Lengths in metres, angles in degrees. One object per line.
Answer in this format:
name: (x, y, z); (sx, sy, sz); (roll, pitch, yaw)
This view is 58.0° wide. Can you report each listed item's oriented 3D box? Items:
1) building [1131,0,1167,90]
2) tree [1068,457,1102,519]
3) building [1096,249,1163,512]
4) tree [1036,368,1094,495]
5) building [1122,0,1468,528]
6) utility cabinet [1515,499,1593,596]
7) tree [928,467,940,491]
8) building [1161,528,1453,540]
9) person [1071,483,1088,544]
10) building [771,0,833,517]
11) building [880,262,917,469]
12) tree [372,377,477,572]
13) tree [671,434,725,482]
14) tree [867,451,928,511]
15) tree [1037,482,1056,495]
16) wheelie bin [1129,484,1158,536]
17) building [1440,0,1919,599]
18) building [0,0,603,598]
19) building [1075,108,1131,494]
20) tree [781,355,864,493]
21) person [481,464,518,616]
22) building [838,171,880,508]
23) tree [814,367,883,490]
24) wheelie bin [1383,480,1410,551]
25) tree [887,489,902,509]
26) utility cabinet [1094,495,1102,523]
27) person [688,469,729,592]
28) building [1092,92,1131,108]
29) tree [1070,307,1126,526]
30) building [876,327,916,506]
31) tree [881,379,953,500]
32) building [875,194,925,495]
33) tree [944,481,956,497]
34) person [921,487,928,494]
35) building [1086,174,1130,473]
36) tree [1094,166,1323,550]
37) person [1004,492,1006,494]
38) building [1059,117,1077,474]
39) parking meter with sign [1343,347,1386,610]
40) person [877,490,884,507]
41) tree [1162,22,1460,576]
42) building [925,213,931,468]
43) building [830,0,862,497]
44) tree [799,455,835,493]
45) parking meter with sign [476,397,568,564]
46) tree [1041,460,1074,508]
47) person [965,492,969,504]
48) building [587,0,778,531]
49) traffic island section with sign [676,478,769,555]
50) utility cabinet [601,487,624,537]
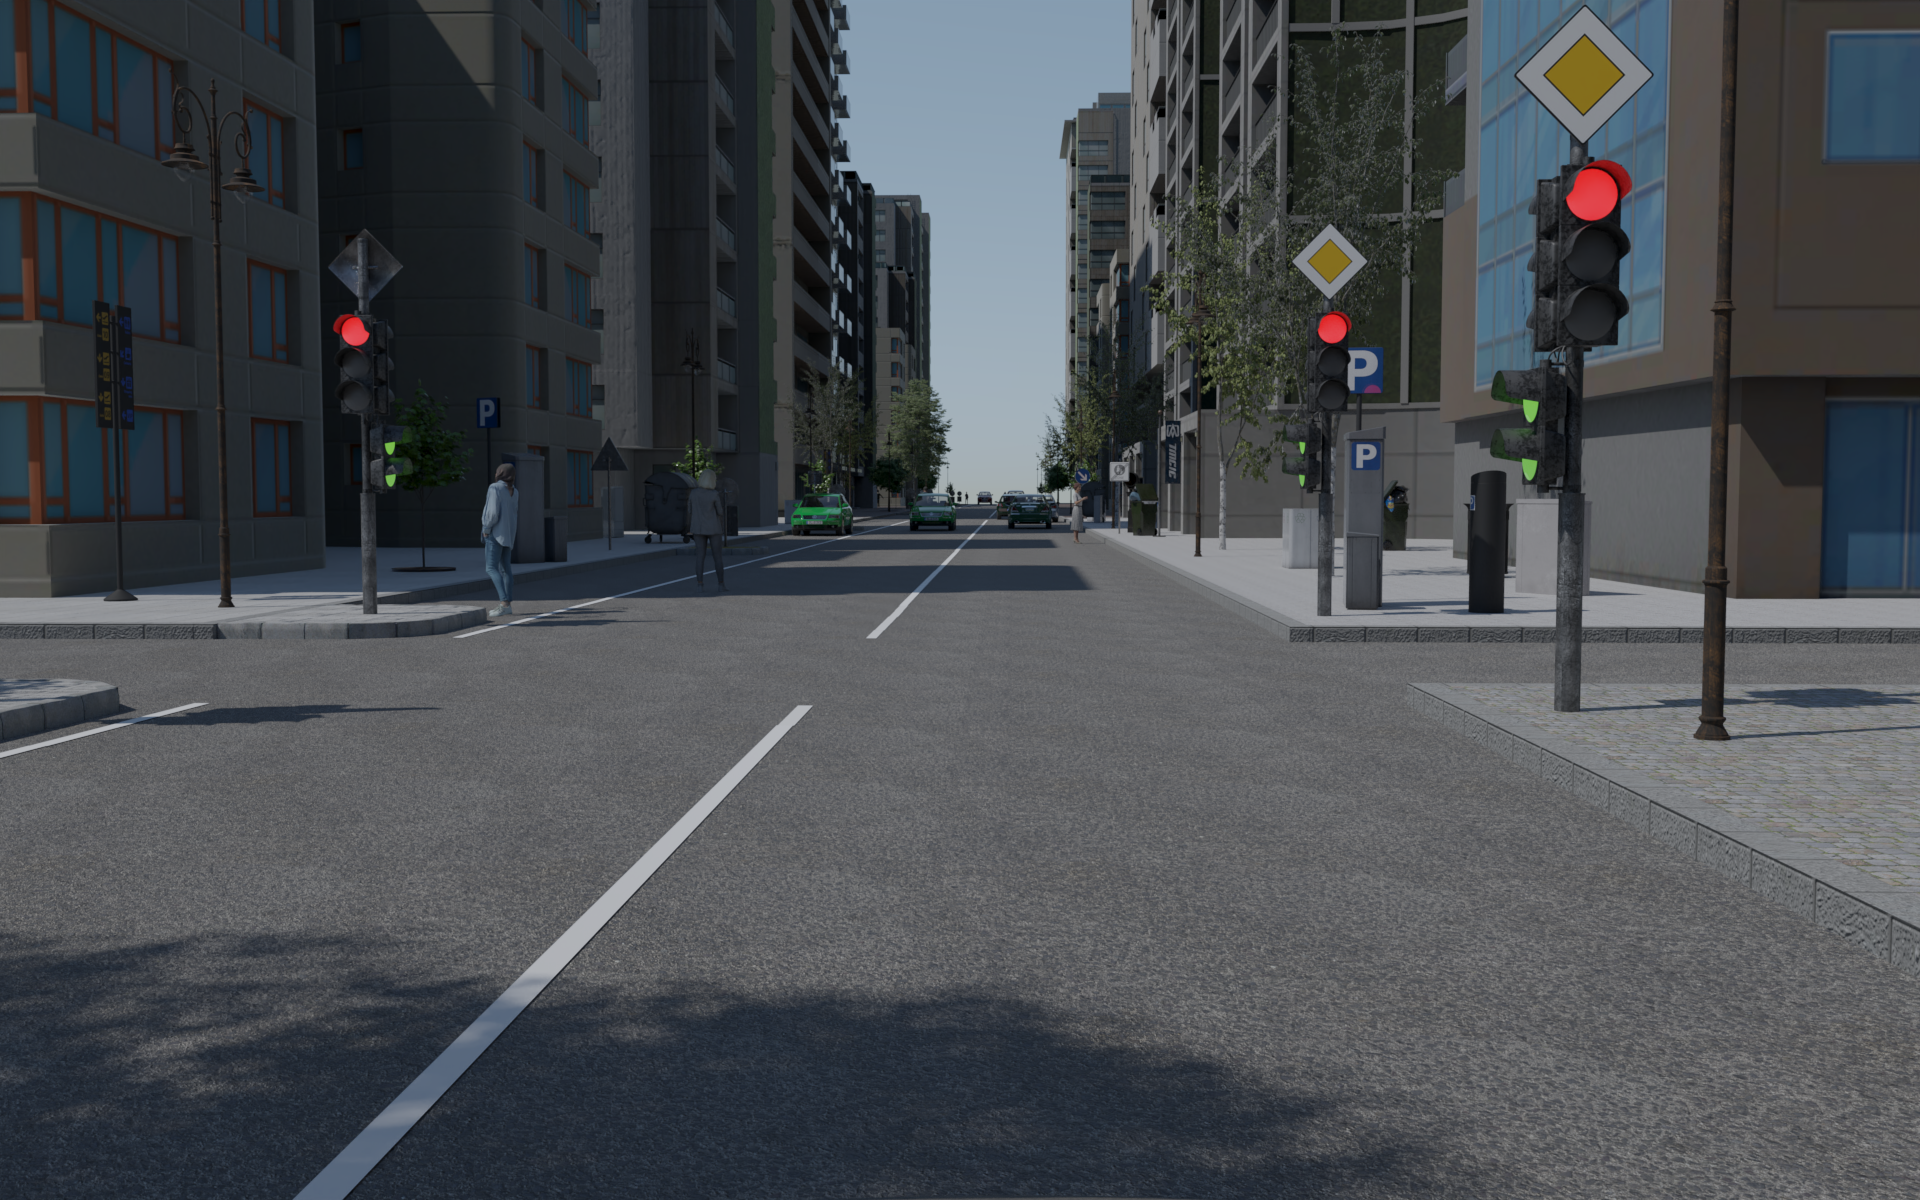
building: (24.869, -31.682, 107.241); (28.713, 52.752, 27.495); (0, 4, 2)
tree: (6.451, -5.857, 90.368); (1.663, 3.219, 1.824); (0, 3, 0)
building: (25.287, -17.817, 136.339); (27.650, 21.520, 28.899); (0, 4, 2)
tree: (7.431, -9.160, 100.123); (4.737, 8.622, 4.395); (0, 3, 0)
building: (18.683, -39.325, 81.209); (20.563, 71.187, 20.611); (0, 4, 2)
utility cabinet: (7.598, -0.674, 22.182); (0.306, 1.237, 1.020); (-2, 4, -26)
tree: (-3.731, -12.675, 190.944); (4.285, 4.588, 4.351); (0, 3, 0)
building: (17.268, -37.558, 52.323); (20.563, 71.187, 20.611); (0, 4, 2)
person: (3.467, -2.503, 49.987); (0.524, 1.755, 0.480); (1, 4, 17)
building: (-19.535, -29.434, 104.948); (21.300, 48.544, 21.600); (0, 4, 2)
building: (-12.775, -27.198, 216.394); (14.160, 30.474, 14.107); (0, 4, 2)
tree: (-9.034, -2.087, 28.717); (1.663, 3.219, 1.824); (0, 3, 0)
tree: (-8.592, -3.759, 56.059); (1.663, 3.219, 1.824); (0, 3, 0)
tree: (-5.377, -9.019, 131.168); (4.285, 4.588, 4.351); (0, 3, 0)
tree: (12.010, -14.701, 234.956); (1.663, 3.219, 1.824); (0, 3, 0)
wheelie bin: (5.637, -2.775, 53.276); (0.980, 1.594, 0.693); (-2, 4, -27)
building: (16.374, -22.996, 26.103); (14.200, 45.320, 14.600); (0, 4, 2)
building: (-24.597, -11.652, 35.557); (27.650, 21.520, 28.899); (0, 4, 2)
building: (19.432, -30.771, 186.702); (14.154, 41.232, 14.086); (0, 4, 2)
tree: (-7.132, -8.586, 90.743); (4.360, 8.622, 3.978); (0, 3, 0)
person: (-5.431, -0.720, 20.539); (0.793, 1.790, 0.793); (-1, 4, -16)
building: (-14.973, -23.407, 154.408); (14.160, 30.474, 14.107); (0, 4, 2)
tree: (-6.503, -9.074, 98.727); (4.737, 8.622, 4.395); (0, 3, 0)
wheelie bin: (9.843, -1.921, 39.317); (0.693, 1.594, 0.980); (0, 4, 4)
tree: (-5.398, -9.404, 148.352); (1.663, 3.219, 1.824); (0, 3, 0)
utility cabinet: (6.116, -4.014, 76.792); (0.306, 1.237, 1.020); (1, 4, 10)
person: (-3.722, -1.027, 25.467); (0.537, 1.800, 0.526); (1, 4, 22)
building: (25.490, -36.047, 208.980); (23.786, 49.044, 30.456); (0, 4, 2)
tree: (6.513, -7.256, 68.995); (4.360, 8.622, 3.978); (0, 3, 0)
building: (-19.614, -21.415, 195.181); (27.650, 21.520, 28.899); (0, 4, 2)
tree: (-4.007, -15.413, 170.134); (7.486, 12.596, 7.792); (0, 3, 0)
building: (-12.421, -33.437, 230.285); (14.154, 41.232, 14.086); (0, 4, 2)
tree: (-1.290, -15.669, 250.789); (1.663, 3.219, 1.824); (0, 3, 0)
person: (-1.685, -4.528, 82.874); (0.623, 1.781, 0.721); (-2, 4, -27)
building: (18.592, -23.682, 158.898); (14.160, 30.474, 14.107); (0, 4, 2)
tree: (6.272, -5.456, 39.560); (4.737, 8.622, 4.395); (0, 3, 0)
person: (5.752, -13.013, 221.925); (0.551, 1.740, 0.621); (-2, 4, -26)
building: (28.281, -39.664, 237.739); (28.713, 52.752, 27.495); (0, 4, 2)
parking meter with sign: (4.614, -1.445, 19.884); (0.543, 3.016, 1.738); (1, 4, 10)
person: (-8.250, -10.117, 173.548); (1.348, 1.869, 0.705); (-1, 4, -23)
tree: (5.606, -4.689, 27.035); (4.360, 8.622, 3.978); (0, 3, 0)
building: (-11.468, -34.324, 244.790); (14.154, 41.232, 14.086); (0, 4, 2)
building: (-20.127, -31.323, 131.747); (23.786, 49.044, 30.456); (0, 4, 2)
tree: (-6.787, -5.508, 84.654); (1.663, 3.219, 1.824); (0, 3, 0)
parking meter with sign: (-8.062, -2.190, 32.074); (0.543, 3.016, 1.738); (2, 4, 34)
tree: (9.031, -10.791, 160.145); (4.285, 4.588, 4.351); (0, 3, 0)
person: (0.965, -14.064, 238.983); (0.617, 1.759, 0.750); (-1, 4, -16)
building: (-14.777, -23.273, 64.109); (14.154, 41.232, 14.086); (0, 4, 2)
traffic island section with sign: (-5.630, -2.007, 41.436); (1.989, 1.847, 2.006); (0, 4, 2)
utility cabinet: (-10.243, -2.587, 50.972); (0.318, 1.500, 1.173); (-2, 4, -30)
